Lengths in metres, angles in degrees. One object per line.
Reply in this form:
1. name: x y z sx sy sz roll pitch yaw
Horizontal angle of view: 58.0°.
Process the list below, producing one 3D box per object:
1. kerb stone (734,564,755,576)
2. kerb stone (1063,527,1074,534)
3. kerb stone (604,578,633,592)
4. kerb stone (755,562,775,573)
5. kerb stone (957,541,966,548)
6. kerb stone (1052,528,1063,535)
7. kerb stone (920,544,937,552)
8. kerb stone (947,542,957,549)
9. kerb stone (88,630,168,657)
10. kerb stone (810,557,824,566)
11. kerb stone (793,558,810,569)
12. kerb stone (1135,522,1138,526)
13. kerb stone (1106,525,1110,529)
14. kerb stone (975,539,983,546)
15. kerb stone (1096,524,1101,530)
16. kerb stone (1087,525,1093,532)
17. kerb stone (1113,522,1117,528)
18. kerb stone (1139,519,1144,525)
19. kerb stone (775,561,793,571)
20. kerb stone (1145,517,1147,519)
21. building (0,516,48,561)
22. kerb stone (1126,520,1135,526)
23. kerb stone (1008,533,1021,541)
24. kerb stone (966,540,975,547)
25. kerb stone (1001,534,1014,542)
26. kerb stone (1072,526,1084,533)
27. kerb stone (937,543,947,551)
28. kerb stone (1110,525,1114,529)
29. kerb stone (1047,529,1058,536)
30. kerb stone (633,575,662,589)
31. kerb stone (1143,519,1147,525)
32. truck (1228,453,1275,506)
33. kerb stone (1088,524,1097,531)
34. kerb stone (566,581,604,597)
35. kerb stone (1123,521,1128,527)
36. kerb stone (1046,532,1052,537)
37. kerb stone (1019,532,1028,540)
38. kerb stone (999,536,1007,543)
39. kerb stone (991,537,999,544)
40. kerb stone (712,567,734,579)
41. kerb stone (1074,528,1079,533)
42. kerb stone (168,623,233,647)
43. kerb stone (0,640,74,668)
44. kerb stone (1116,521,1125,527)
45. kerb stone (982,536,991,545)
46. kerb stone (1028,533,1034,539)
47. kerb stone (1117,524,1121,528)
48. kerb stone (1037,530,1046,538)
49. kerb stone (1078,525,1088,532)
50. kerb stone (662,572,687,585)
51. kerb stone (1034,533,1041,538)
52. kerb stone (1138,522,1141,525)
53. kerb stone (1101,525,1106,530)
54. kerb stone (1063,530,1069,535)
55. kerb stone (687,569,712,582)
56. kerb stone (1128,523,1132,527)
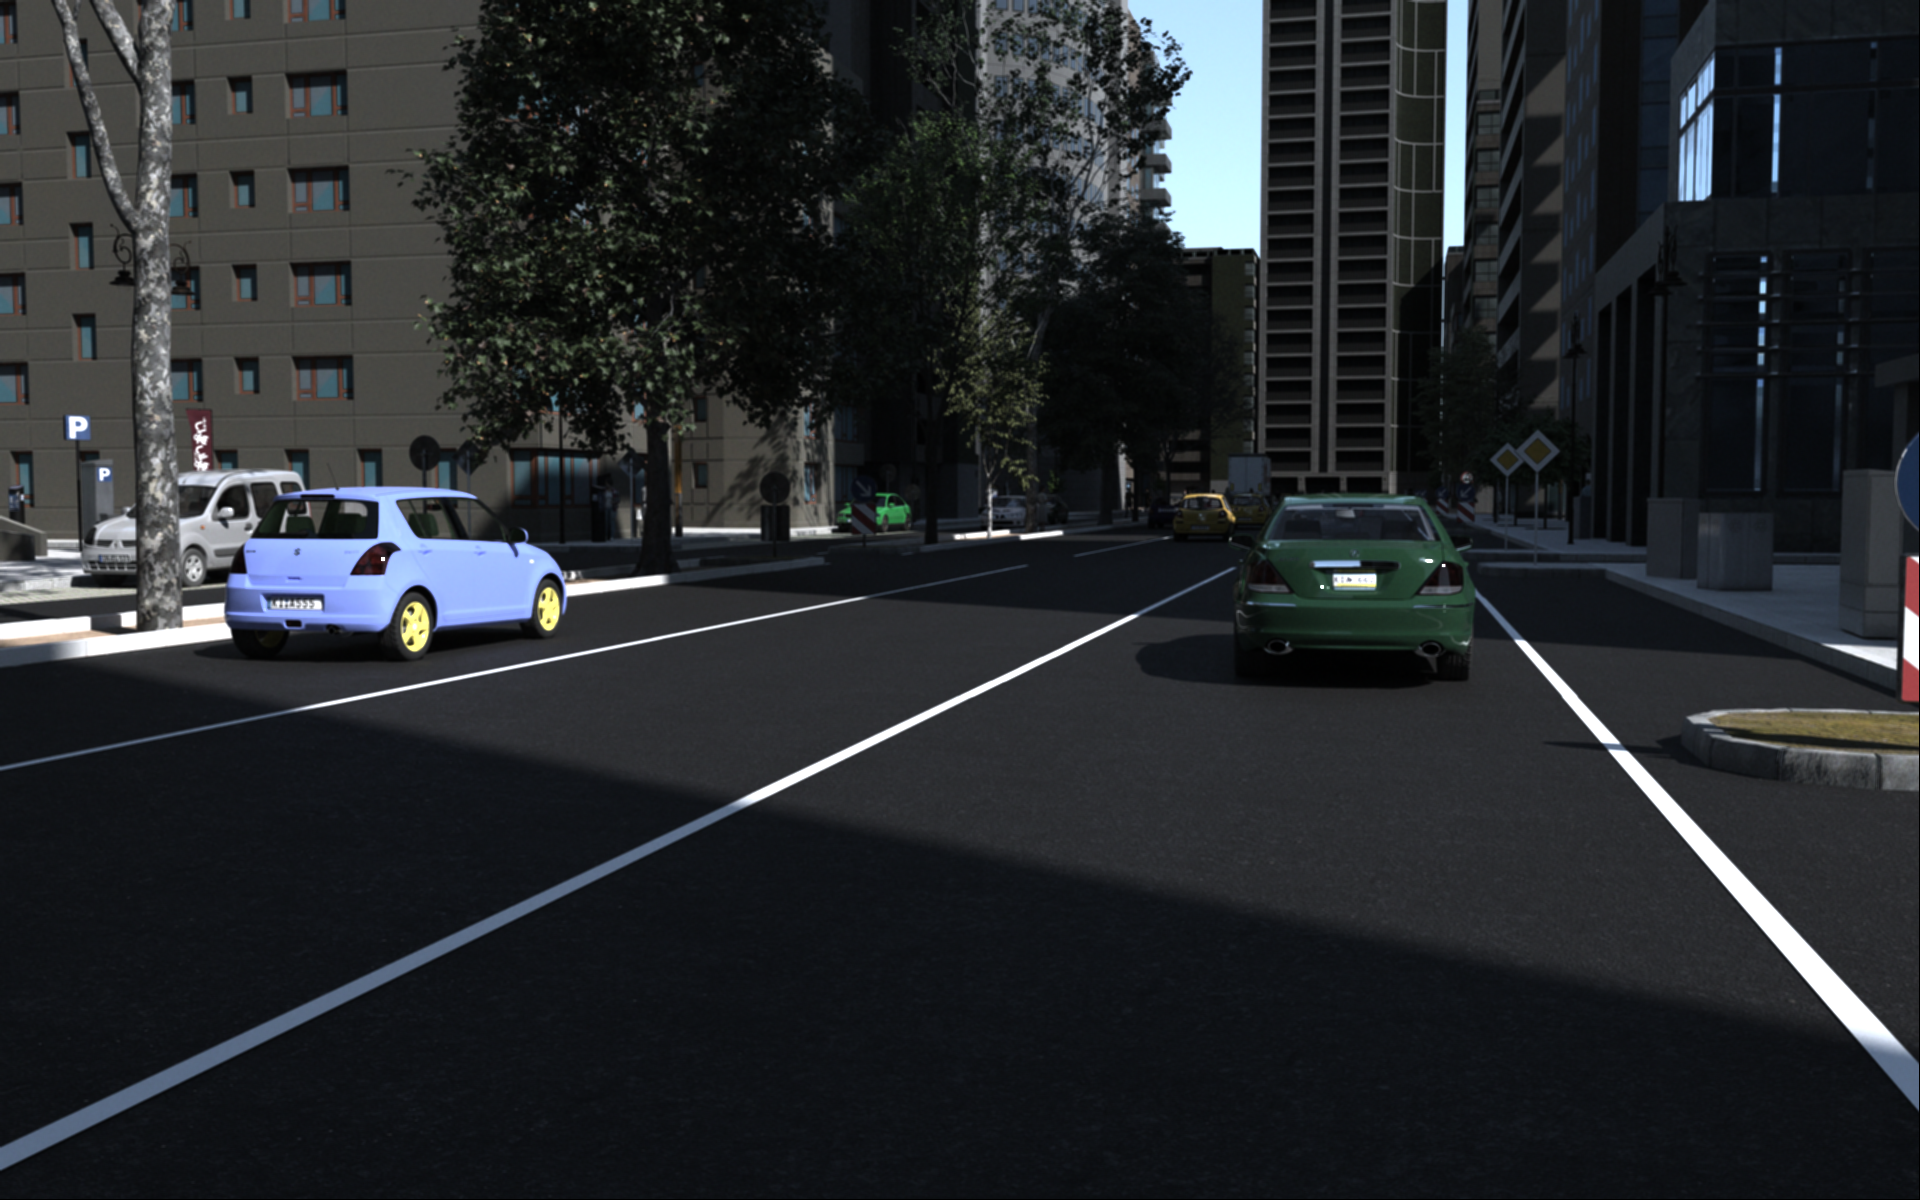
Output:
1. kerb stone: -3.911 -0.517 30.648 0.120 0.150 1.000 1 4 14
2. kerb stone: 3.848 -2.431 62.035 0.120 0.150 1.000 1 4 14
3. kerb stone: -5.149 -0.212 25.665 0.120 0.150 1.000 1 4 14
4. kerb stone: -3.663 -0.578 31.639 0.120 0.150 1.000 1 4 14
5. kerb stone: -0.085 -1.463 46.113 0.120 0.150 1.000 1 4 14
6. kerb stone: 3.347 -2.315 60.047 0.120 0.150 1.000 1 4 14
7. kerb stone: -0.823 -1.281 43.132 0.120 0.150 1.000 1 4 14
8. kerb stone: -0.324 -1.398 45.117 0.120 0.150 1.000 1 4 14
9. kerb stone: -7.600 0.397 15.706 0.120 0.150 1.000 1 4 14
10. kerb stone: -2.928 -0.759 34.622 0.120 0.150 1.000 1 4 14
11. kerb stone: -3.173 -0.691 33.630 0.120 0.150 1.000 1 4 14
12. kerb stone: 7.768 -3.410 77.966 0.120 0.150 1.000 1 4 14
13. kerb stone: 5.809 -2.924 70.000 0.120 0.150 1.000 1 4 14
14. kerb stone: 0.404 -1.585 48.107 0.120 0.150 1.000 1 4 14
15. kerb stone: 5.314 -2.802 68.004 0.120 0.150 1.000 1 4 14
16. kerb stone: 4.823 -2.680 66.019 0.120 0.150 1.000 1 4 14
17. kerb stone: 6.303 -3.045 71.992 0.120 0.150 1.000 1 4 14
18. kerb stone: 8.271 -3.532 79.950 0.120 0.150 1.000 1 4 14
19. kerb stone: -3.417 -0.638 32.631 0.120 0.150 1.000 1 4 14
20. kerb stone: 10.173 -4.536 96.454 0.120 0.150 1.000 1 4 14
21. building: -29.429 -20.104 20.580 23.993 40.220 32.217 1 4 14
22. kerb stone: 7.532 -3.348 76.971 0.120 0.150 1.000 1 4 14
23. kerb stone: 1.633 -1.889 53.087 0.120 0.150 1.000 1 4 14
24. kerb stone: 0.163 -1.524 47.105 0.120 0.150 1.000 1 4 14
25. kerb stone: 1.386 -1.828 52.090 0.120 0.150 1.000 1 4 14
26. kerb stone: 4.336 -2.559 64.034 0.120 0.150 1.000 1 4 14
27. kerb stone: -0.587 -1.341 44.127 0.120 0.150 1.000 1 4 14
28. kerb stone: 6.057 -2.985 70.999 0.120 0.150 1.000 1 4 14
29. kerb stone: 3.114 -2.249 59.051 0.120 0.150 1.000 1 4 14
30. kerb stone: -4.893 -0.273 26.663 0.120 0.150 1.000 1 4 14
31. kerb stone: 8.506 -3.594 80.951 0.120 0.150 1.000 1 4 14
32. truck: 20.956 -8.295 124.540 2.839 4.237 11.283 1 4 13
33. kerb stone: 5.078 -2.740 67.010 0.120 0.150 1.000 1 4 14
34. kerb stone: -5.389 -0.149 24.667 0.120 0.150 1.000 1 4 14
35. kerb stone: 7.042 -3.228 74.974 0.120 0.150 1.000 1 4 14
36. kerb stone: 2.860 -2.193 58.058 0.120 0.150 1.000 1 4 14
37. kerb stone: 1.883 -1.950 54.087 0.120 0.150 1.000 1 4 14
38. kerb stone: 1.143 -1.766 51.092 0.120 0.150 1.000 1 4 14
39. kerb stone: 0.895 -1.706 50.093 0.120 0.150 1.000 1 4 14
40. kerb stone: -4.154 -0.456 29.654 0.120 0.150 1.000 1 4 14
41. kerb stone: 4.090 -2.498 63.029 0.120 0.150 1.000 1 4 14
42. kerb stone: -7.357 0.336 16.699 0.120 0.150 1.000 1 4 14
43. kerb stone: -7.843 0.458 14.710 0.120 0.150 1.000 1 4 14
44. kerb stone: 6.796 -3.165 73.977 0.120 0.150 1.000 1 4 14
45. kerb stone: 0.650 -1.646 49.101 0.120 0.150 1.000 1 4 14
46. kerb stone: 2.123 -2.005 55.081 0.120 0.150 1.000 1 4 14
47. kerb stone: 6.548 -3.105 72.984 0.120 0.150 1.000 1 4 14
48. kerb stone: 2.611 -2.132 57.066 0.120 0.150 1.000 1 4 14
49. kerb stone: 4.584 -2.620 65.025 0.120 0.150 1.000 1 4 14
50. kerb stone: -4.646 -0.334 27.656 0.120 0.150 1.000 1 4 14
51. kerb stone: 2.370 -2.072 56.073 0.120 0.150 1.000 1 4 14
52. kerb stone: 8.020 -3.472 78.957 0.120 0.150 1.000 1 4 14
53. kerb stone: 5.562 -2.860 68.998 0.120 0.150 1.000 1 4 14
54. kerb stone: 3.605 -2.370 61.041 0.120 0.150 1.000 1 4 14
55. kerb stone: -4.390 -0.395 28.655 0.120 0.150 1.000 1 4 14
56. kerb stone: 7.285 -3.289 75.967 0.120 0.150 1.000 1 4 14
